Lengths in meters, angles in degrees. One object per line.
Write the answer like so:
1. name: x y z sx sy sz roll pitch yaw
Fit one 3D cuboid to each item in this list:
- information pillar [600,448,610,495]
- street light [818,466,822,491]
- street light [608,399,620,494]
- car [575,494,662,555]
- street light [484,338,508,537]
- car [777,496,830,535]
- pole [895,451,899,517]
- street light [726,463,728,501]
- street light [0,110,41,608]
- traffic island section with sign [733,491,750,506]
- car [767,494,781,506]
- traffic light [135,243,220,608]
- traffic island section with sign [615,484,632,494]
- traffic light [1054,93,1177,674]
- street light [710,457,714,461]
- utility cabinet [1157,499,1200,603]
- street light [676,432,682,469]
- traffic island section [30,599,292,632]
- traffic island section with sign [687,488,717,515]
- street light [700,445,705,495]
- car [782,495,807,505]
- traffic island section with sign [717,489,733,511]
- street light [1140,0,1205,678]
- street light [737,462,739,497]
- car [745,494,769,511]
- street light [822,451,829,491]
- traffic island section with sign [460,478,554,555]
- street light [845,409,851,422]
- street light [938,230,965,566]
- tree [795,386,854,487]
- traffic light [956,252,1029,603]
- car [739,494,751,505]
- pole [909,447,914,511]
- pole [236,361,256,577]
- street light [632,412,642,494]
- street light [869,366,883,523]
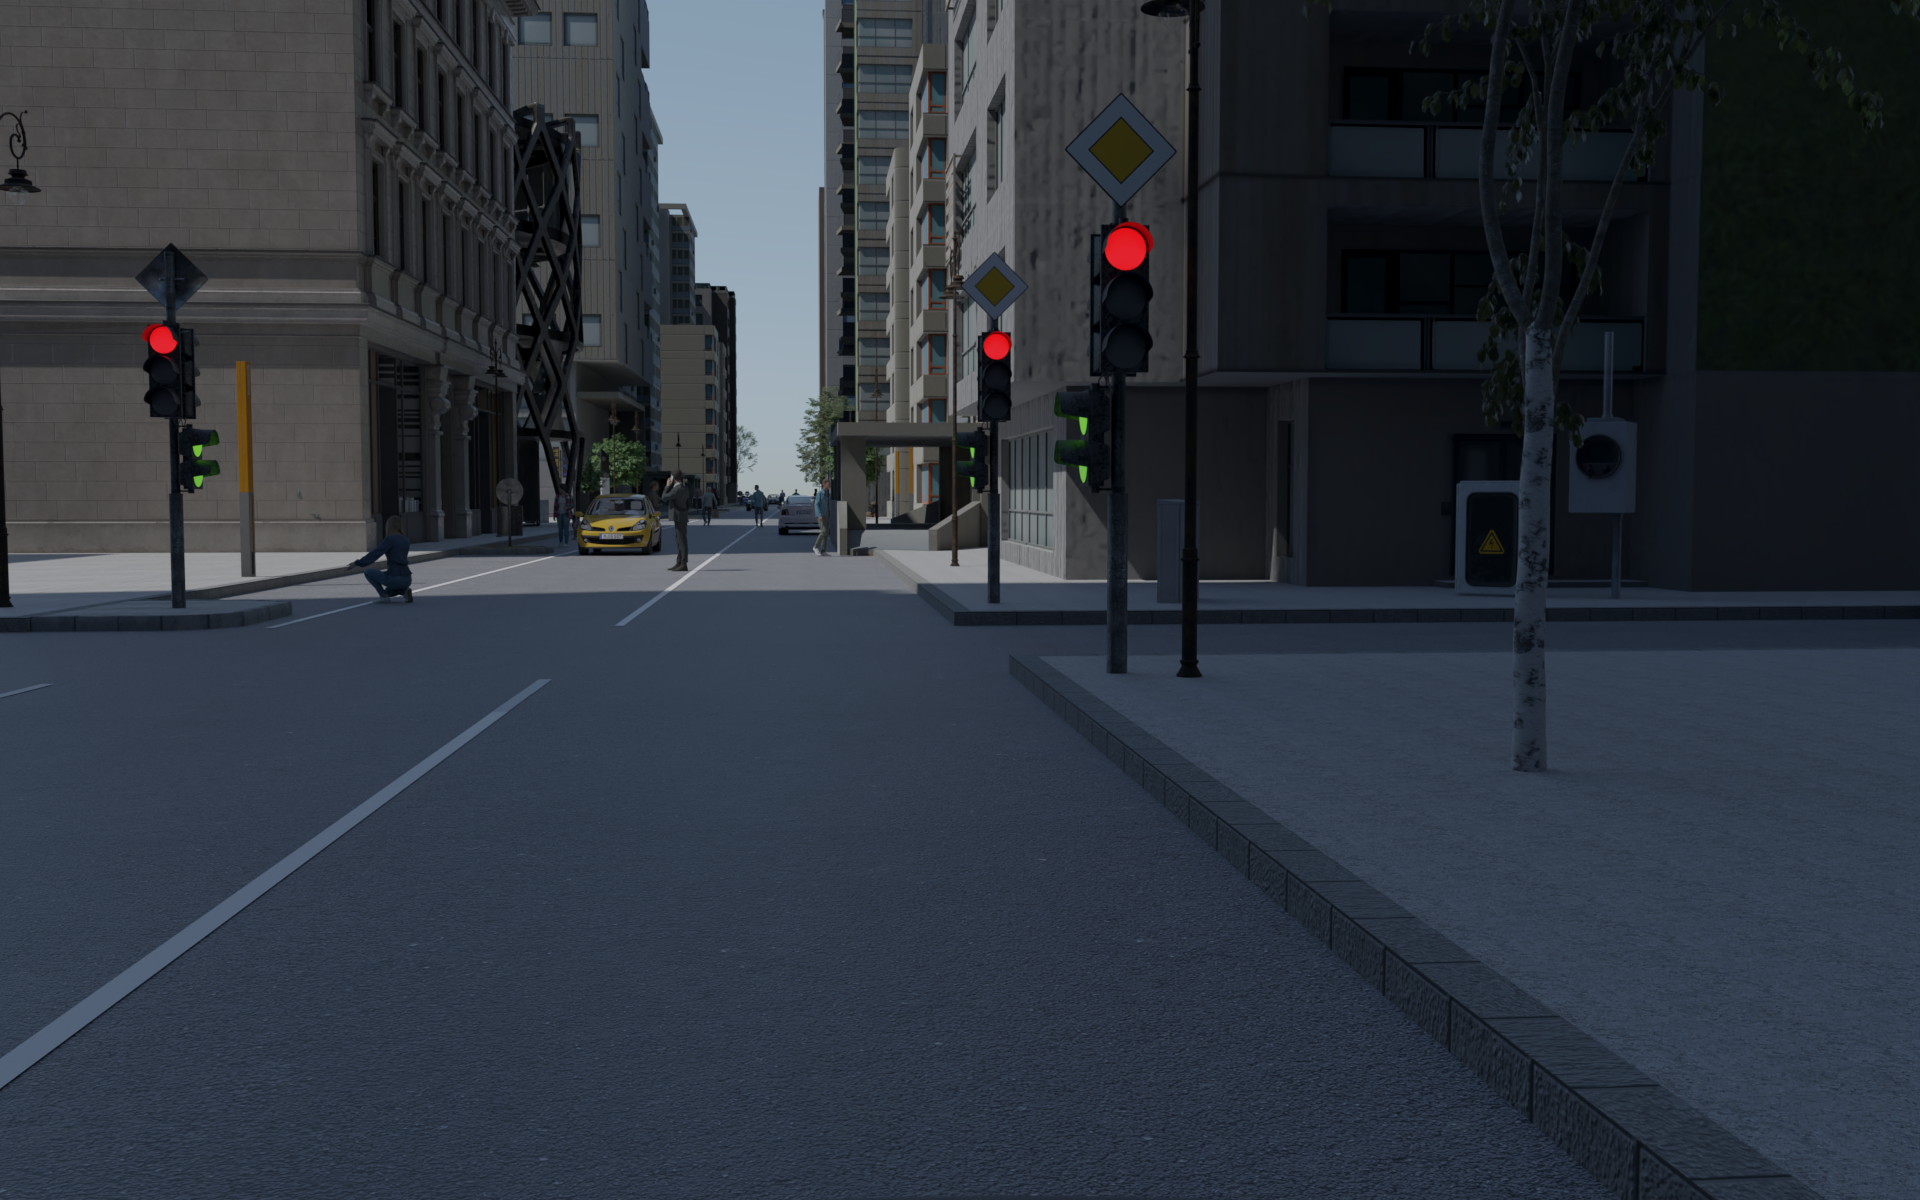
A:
1. information pillar: -18.072 -5.919 88.132 0.504 3.616 0.183 -3 5 -43
2. street light: -17.518 -15.212 221.495 0.468 5.910 1.993 0 4 -5
3. street light: -16.741 -6.796 83.900 0.468 5.910 1.993 0 4 -5
4. car: -8.206 -1.936 41.872 2.015 1.641 3.980 0 4 -5
5. street light: -13.782 -4.819 51.581 0.468 5.910 1.993 0 4 -5
6. car: -5.557 -3.053 62.283 2.083 1.381 4.827 0 4 -4
7. pole: -2.962 -5.389 81.946 0.158 3.312 0.155 0 3 0
8. street light: -28.434 -14.595 211.423 0.468 5.910 1.993 0 4 -5
9. street light: -10.843 -2.855 19.475 0.468 5.910 1.993 0 4 -5
10. traffic island section with sign: -25.493 -11.790 201.396 1.989 1.847 2.006 0 4 -5
11. car: -22.614 -12.244 209.980 2.009 1.686 4.222 0 4 -4
12. traffic light: -8.793 -1.865 19.417 0.839 4.253 0.868 0 4 -5
13. traffic island section with sign: -13.350 -3.684 68.857 1.989 1.847 2.006 0 4 -5
14. traffic light: 1.107 -1.431 12.317 0.839 4.253 0.868 0 4 -5
15. street light: -25.486 -12.582 178.506 0.468 5.910 1.993 0 4 -5
16. utility cabinet: 2.633 -0.589 20.788 0.306 1.237 1.020 1 4 21
17. street light: -20.832 -9.512 128.308 0.468 5.910 1.993 0 4 -5
18. traffic island section: -8.834 0.167 19.548 2.009 0.180 2.903 0 4 -5
19. traffic island section with sign: -17.923 -6.733 118.718 1.989 1.847 2.006 0 4 -5
20. street light: -23.784 -11.476 160.413 0.468 5.910 1.993 0 4 -5
21. car: -10.060 -5.843 107.892 2.083 1.381 4.827 0 4 -4
22. traffic island section with sign: -20.380 -8.375 145.561 1.989 1.847 2.006 0 4 -5
23. street light: 1.611 -2.398 11.998 0.468 5.910 1.993 0 4 -5
24. street light: -31.299 -16.560 243.536 0.468 5.910 1.993 0 4 -5
25. car: -17.230 -8.402 147.154 2.009 1.686 4.222 0 4 -4
26. street light: -14.608 -13.248 189.386 0.468 5.910 1.993 0 4 -5
27. traffic island section with sign: -10.865 -2.024 41.717 1.989 1.847 2.006 0 4 -5
28. street light: -5.988 -7.462 94.796 0.468 5.910 1.993 0 4 -5
29. street light: -0.091 -3.535 30.585 0.468 5.910 1.993 0 4 -5
30. tree: -13.315 -16.100 181.367 7.486 12.596 7.792 0 3 0
31. traffic light: 0.379 -1.917 20.269 0.839 4.253 0.868 0 4 -5
32. car: -26.742 -12.698 217.205 1.945 1.707 3.694 0 4 -3
33. pole: -1.902 -4.507 67.526 0.158 3.312 0.155 0 3 0
34. pole: -11.021 -2.012 26.732 0.158 3.312 0.155 0 3 0
35. street light: -17.917 -7.548 96.199 0.468 5.910 1.993 0 4 -5
36. street light: -3.017 -5.499 62.692 0.468 5.910 1.993 0 4 -5
